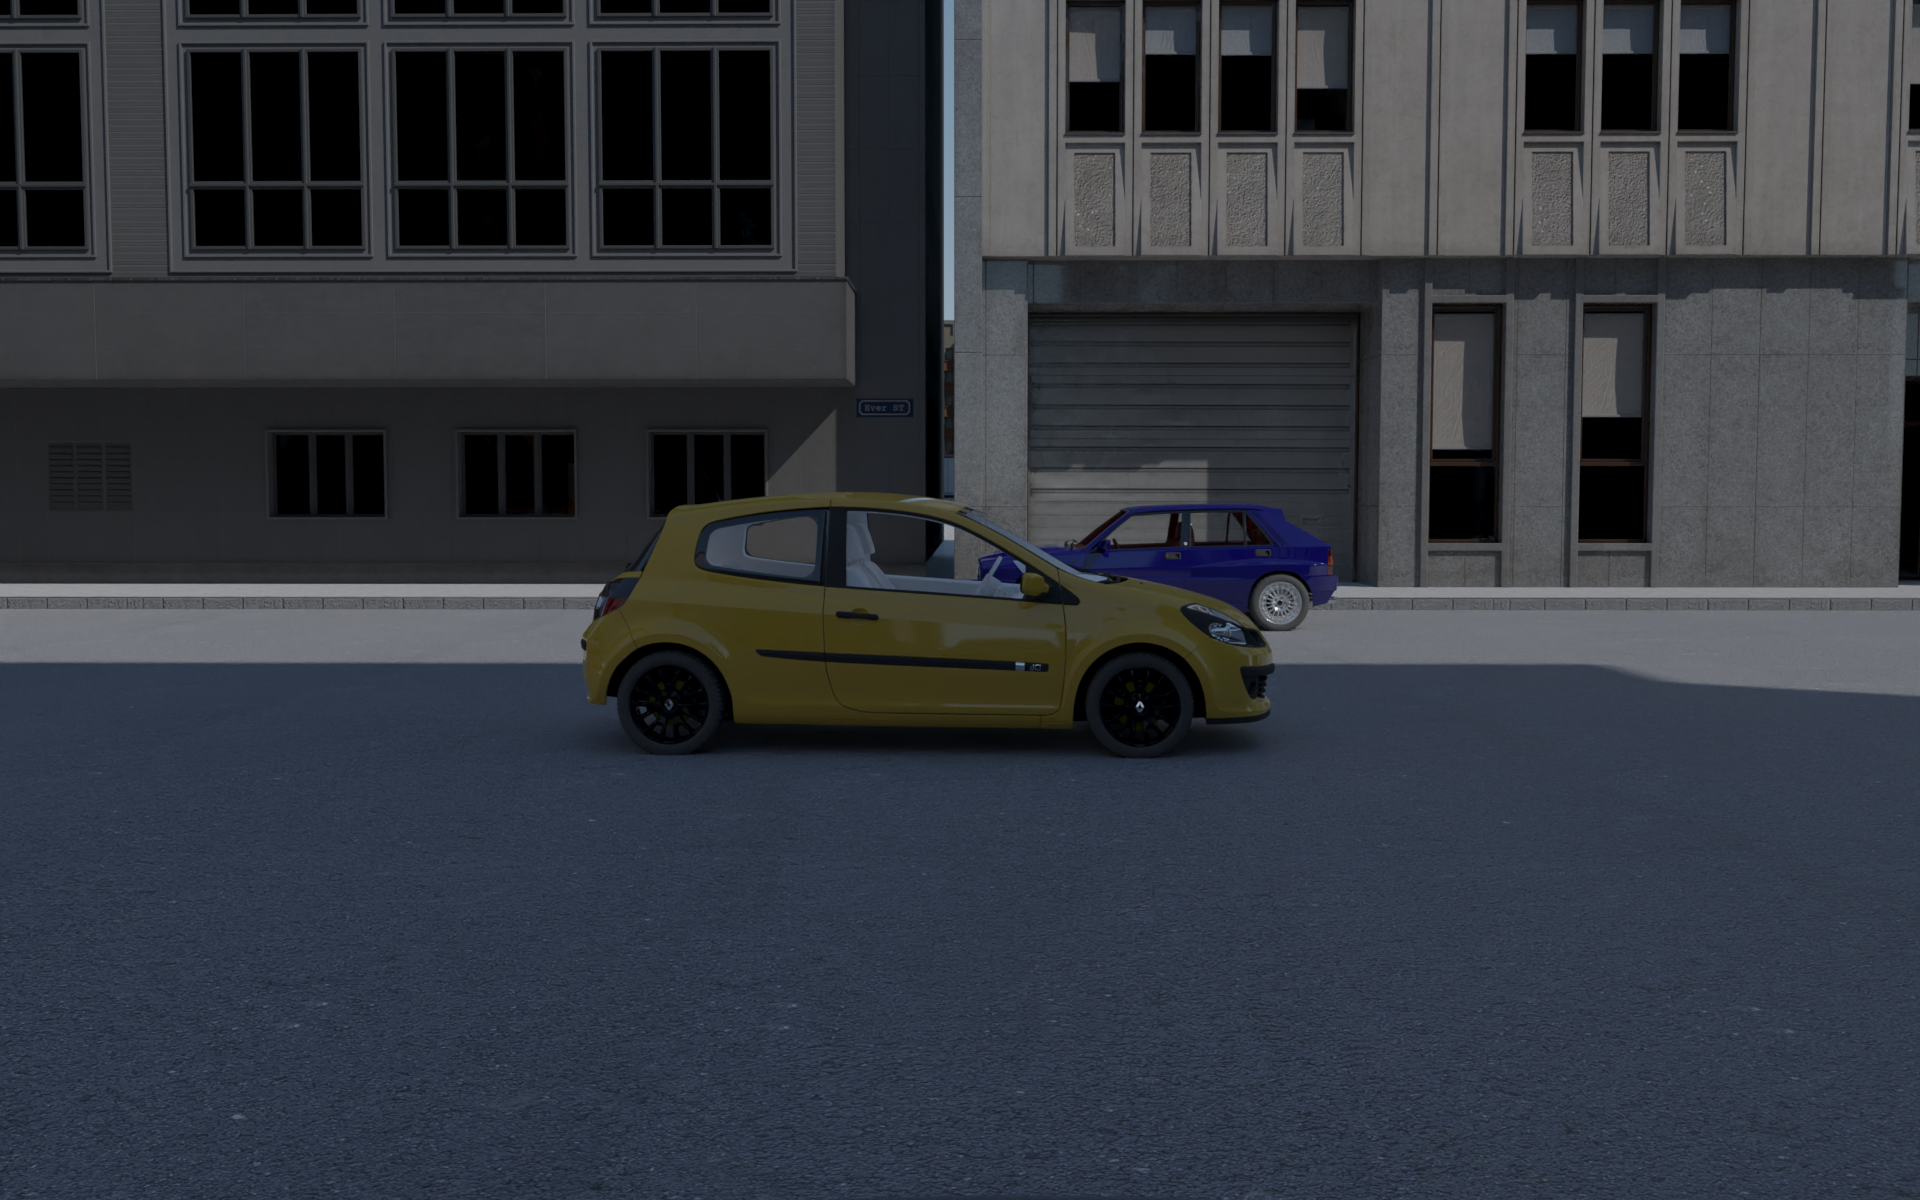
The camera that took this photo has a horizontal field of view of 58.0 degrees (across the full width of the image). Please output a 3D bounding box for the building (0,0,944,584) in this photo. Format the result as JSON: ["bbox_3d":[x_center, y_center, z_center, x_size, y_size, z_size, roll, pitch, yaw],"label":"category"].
[{"bbox_3d":[-12.305,-14.423,29.323,24.014,27.812,14.314,0,4,1],"label":"building"}]

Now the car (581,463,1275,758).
[{"bbox_3d":[-0.171,0.001,10.207,3.980,1.641,2.015,0,4,3],"label":"car"}]

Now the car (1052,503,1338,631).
[{"bbox_3d":[2.056,-0.386,18.884,3.894,1.354,1.945,0,4,1],"label":"car"}]

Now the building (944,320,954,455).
[{"bbox_3d":[3.426,-21.539,197.208,28.899,21.520,27.650,0,4,1],"label":"building"}]

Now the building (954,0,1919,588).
[{"bbox_3d":[9.930,-12.880,28.608,19.932,24.808,12.078,0,4,1],"label":"building"}]

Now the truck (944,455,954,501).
[{"bbox_3d":[-0.740,-8.589,129.344,2.839,4.237,11.283,0,4,1],"label":"truck"}]
